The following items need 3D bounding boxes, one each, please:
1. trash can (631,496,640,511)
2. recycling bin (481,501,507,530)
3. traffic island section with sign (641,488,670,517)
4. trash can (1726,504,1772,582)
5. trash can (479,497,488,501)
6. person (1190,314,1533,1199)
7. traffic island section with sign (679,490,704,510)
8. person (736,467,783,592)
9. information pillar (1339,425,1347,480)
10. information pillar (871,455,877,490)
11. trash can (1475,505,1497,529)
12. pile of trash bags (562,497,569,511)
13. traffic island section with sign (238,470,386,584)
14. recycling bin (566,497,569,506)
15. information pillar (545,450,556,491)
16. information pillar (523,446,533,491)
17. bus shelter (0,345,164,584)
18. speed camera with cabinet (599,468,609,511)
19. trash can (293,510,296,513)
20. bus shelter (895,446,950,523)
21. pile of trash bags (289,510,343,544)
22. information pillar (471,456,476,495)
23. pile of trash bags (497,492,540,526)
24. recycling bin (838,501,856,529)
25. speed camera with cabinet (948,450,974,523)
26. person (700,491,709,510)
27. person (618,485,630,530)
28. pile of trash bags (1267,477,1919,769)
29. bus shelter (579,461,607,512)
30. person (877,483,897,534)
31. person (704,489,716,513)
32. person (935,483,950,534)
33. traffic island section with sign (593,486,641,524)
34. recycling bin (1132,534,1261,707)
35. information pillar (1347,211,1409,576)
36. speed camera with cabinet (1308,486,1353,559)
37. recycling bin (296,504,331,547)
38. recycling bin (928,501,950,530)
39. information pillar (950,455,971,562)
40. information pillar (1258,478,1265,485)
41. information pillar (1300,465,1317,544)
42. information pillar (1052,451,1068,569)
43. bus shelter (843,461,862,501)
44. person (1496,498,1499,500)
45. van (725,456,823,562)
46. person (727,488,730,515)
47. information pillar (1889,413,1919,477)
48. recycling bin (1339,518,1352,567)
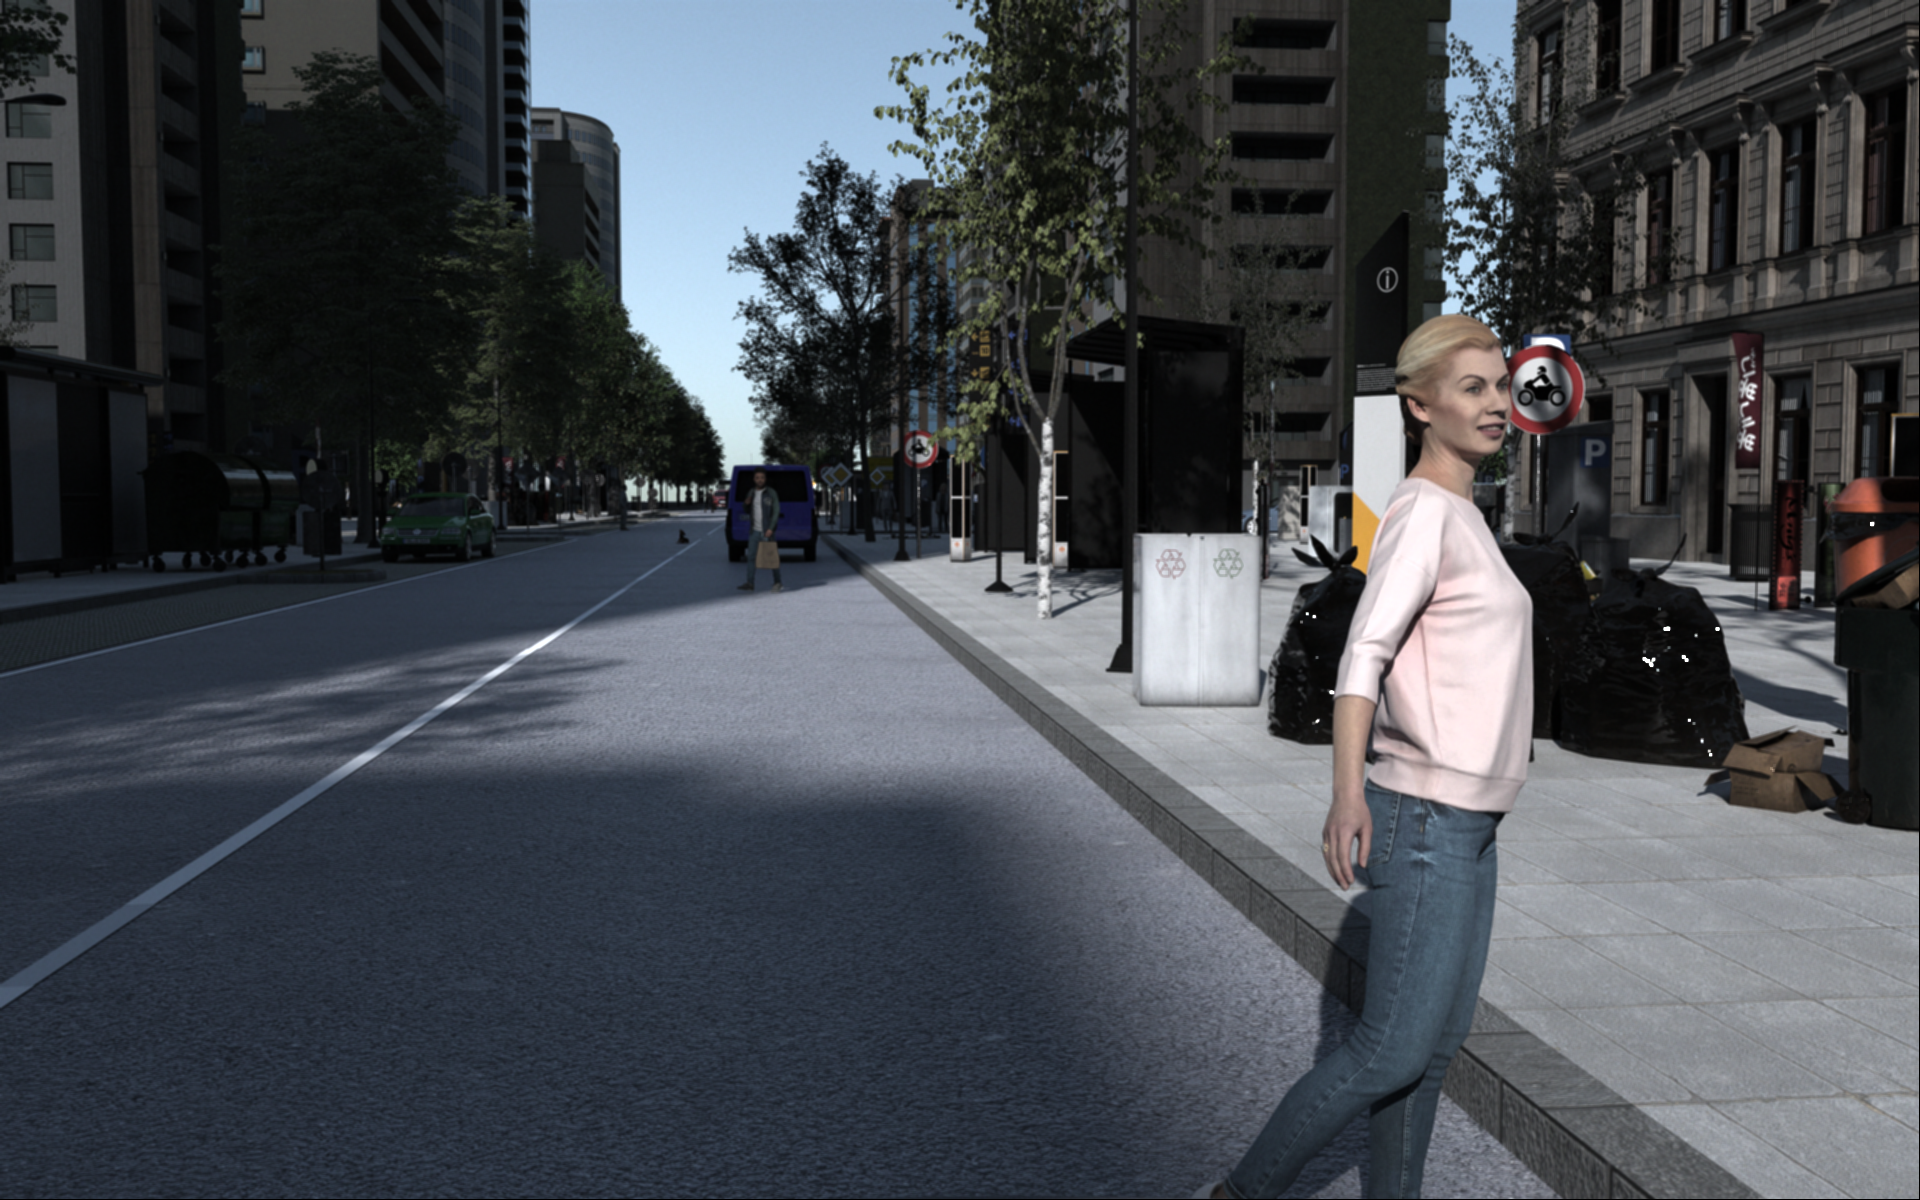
[{"bbox_3d":[-24.367,-7.252,130.228,0.748,1.137,0.748,0,3,0],"label":"trash can"},{"bbox_3d":[-16.846,-3.057,62.544,0.722,1.027,0.722,3,5,43],"label":"recycling bin"},{"bbox_3d":[-19.542,-6.227,110.446,1.989,1.847,2.006,0,4,-6],"label":"traffic island section with sign"},{"bbox_3d":[11.618,-0.839,25.367,0.748,1.137,0.748,0,3,0],"label":"trash can"},{"bbox_3d":[-21.388,-4.105,78.771,0.748,1.137,0.748,0,3,0],"label":"trash can"},{"bbox_3d":[0.682,0.378,2.985,0.598,1.740,0.731,1,4,13],"label":"person"},{"bbox_3d":[-24.990,-9.266,160.123,1.989,1.847,2.006,0,4,-6],"label":"traffic island section with sign"},{"bbox_3d":[-2.831,-1.010,24.994,0.794,1.824,0.713,3,5,44],"label":"person"},{"bbox_3d":[12.228,-3.885,54.872,0.504,3.616,0.183,-2,4,-27],"label":"information pillar"},{"bbox_3d":[-5.192,-6.879,103.827,0.504,3.616,0.183,1,4,16],"label":"information pillar"},{"bbox_3d":[6.256,-0.600,21.465,0.748,1.137,0.748,0,3,0],"label":"trash can"},{"bbox_3d":[-30.321,-7.352,129.951,1.912,1.369,3.447,-1,4,-11],"label":"pile of trash bags"},{"bbox_3d":[-10.545,-1.209,28.390,1.989,1.847,2.006,0,4,-6],"label":"traffic island section with sign"},{"bbox_3d":[-30.282,-7.328,132.374,0.722,1.027,0.722,-1,4,-23],"label":"recycling bin"},{"bbox_3d":[-19.567,-5.586,82.684,0.504,3.616,0.183,-1,4,-16],"label":"information pillar"},{"bbox_3d":[-20.828,-5.636,83.509,0.504,3.616,0.183,1,4,14],"label":"information pillar"},{"bbox_3d":[-14.509,-2.946,25.796,2.179,5.291,8.768,0,4,-6],"label":"bus shelter"},{"bbox_3d":[-26.754,-8.413,131.890,2.038,3.252,0.660,2,4,26],"label":"speed camera with cabinet"},{"bbox_3d":[-19.163,-2.297,49.208,0.748,1.137,0.748,0,3,0],"label":"trash can"},{"bbox_3d":[-1.541,-4.871,73.569,2.014,3.302,5.546,0,4,-6],"label":"bus shelter"},{"bbox_3d":[-17.806,-2.164,45.129,3.447,1.369,1.912,0,4,-3],"label":"pile of trash bags"},{"bbox_3d":[-29.837,-7.015,106.045,0.183,3.616,0.504,2,4,34],"label":"information pillar"},{"bbox_3d":[-18.307,-3.696,70.177,1.912,1.369,3.447,-2,4,-27],"label":"pile of trash bags"},{"bbox_3d":[-4.116,-3.162,64.246,0.722,1.027,0.722,-1,4,-12],"label":"recycling bin"},{"bbox_3d":[0.494,-5.074,77.295,2.038,3.252,0.660,2,4,33],"label":"speed camera with cabinet"},{"bbox_3d":[-22.959,-9.053,157.227,1.217,1.735,0.721,0,4,6],"label":"person"},{"bbox_3d":[-13.387,-3.688,68.901,0.391,1.810,0.635,-1,4,-19],"label":"person"},{"bbox_3d":[3.394,0.053,8.894,3.447,1.369,1.912,0,4,-4],"label":"pile of trash bags"},{"bbox_3d":[-26.467,-8.230,125.839,1.731,3.624,6.357,0,4,-6],"label":"bus shelter"},{"bbox_3d":[-2.512,-3.124,59.698,0.709,1.813,0.853,0,4,-3],"label":"person"},{"bbox_3d":[-19.141,-7.595,132.643,0.822,1.834,0.622,1,4,12],"label":"person"},{"bbox_3d":[-0.464,-2.975,57.324,0.709,1.800,0.728,1,4,9],"label":"person"},{"bbox_3d":[-16.570,-4.574,83.407,1.989,1.847,2.006,0,4,-6],"label":"traffic island section with sign"},{"bbox_3d":[1.460,0.109,10.772,0.722,1.027,0.722,0,4,1],"label":"recycling bin"},{"bbox_3d":[3.549,-1.422,14.602,0.183,3.616,0.504,-3,5,-41],"label":"information pillar"},{"bbox_3d":[7.882,-2.469,34.697,2.038,3.252,0.660,-3,4,-37],"label":"speed camera with cabinet"},{"bbox_3d":[-15.863,-1.835,42.554,0.722,1.027,0.722,-1,4,-9],"label":"recycling bin"},{"bbox_3d":[-0.688,-3.047,62.372,0.722,1.027,0.722,1,4,22],"label":"recycling bin"},{"bbox_3d":[0.015,-1.722,32.646,0.304,2.012,0.304,2,4,29],"label":"information pillar"},{"bbox_3d":[13.463,-4.468,77.540,0.304,2.012,0.304,-1,4,-14],"label":"information pillar"},{"bbox_3d":[8.908,-2.434,44.290,0.304,2.012,0.304,-3,4,-38],"label":"information pillar"},{"bbox_3d":[1.742,-1.546,29.767,0.304,2.012,0.304,0,4,-2],"label":"information pillar"},{"bbox_3d":[-6.513,-7.081,109.697,2.014,3.302,5.546,0,4,-6],"label":"bus shelter"},{"bbox_3d":[19.037,-3.277,62.248,0.590,1.801,0.661,1,4,15],"label":"person"},{"bbox_3d":[-4.154,-2.088,38.517,2.240,2.365,5.245,0,4,-5],"label":"van"},{"bbox_3d":[-15.201,-6.486,114.739,0.583,1.804,0.606,-2,4,-35],"label":"person"},{"bbox_3d":[8.691,-0.698,15.907,0.304,2.012,0.304,2,4,28],"label":"information pillar"},{"bbox_3d":[4.338,-0.324,17.859,0.722,1.027,0.722,0,4,-1],"label":"recycling bin"}]
